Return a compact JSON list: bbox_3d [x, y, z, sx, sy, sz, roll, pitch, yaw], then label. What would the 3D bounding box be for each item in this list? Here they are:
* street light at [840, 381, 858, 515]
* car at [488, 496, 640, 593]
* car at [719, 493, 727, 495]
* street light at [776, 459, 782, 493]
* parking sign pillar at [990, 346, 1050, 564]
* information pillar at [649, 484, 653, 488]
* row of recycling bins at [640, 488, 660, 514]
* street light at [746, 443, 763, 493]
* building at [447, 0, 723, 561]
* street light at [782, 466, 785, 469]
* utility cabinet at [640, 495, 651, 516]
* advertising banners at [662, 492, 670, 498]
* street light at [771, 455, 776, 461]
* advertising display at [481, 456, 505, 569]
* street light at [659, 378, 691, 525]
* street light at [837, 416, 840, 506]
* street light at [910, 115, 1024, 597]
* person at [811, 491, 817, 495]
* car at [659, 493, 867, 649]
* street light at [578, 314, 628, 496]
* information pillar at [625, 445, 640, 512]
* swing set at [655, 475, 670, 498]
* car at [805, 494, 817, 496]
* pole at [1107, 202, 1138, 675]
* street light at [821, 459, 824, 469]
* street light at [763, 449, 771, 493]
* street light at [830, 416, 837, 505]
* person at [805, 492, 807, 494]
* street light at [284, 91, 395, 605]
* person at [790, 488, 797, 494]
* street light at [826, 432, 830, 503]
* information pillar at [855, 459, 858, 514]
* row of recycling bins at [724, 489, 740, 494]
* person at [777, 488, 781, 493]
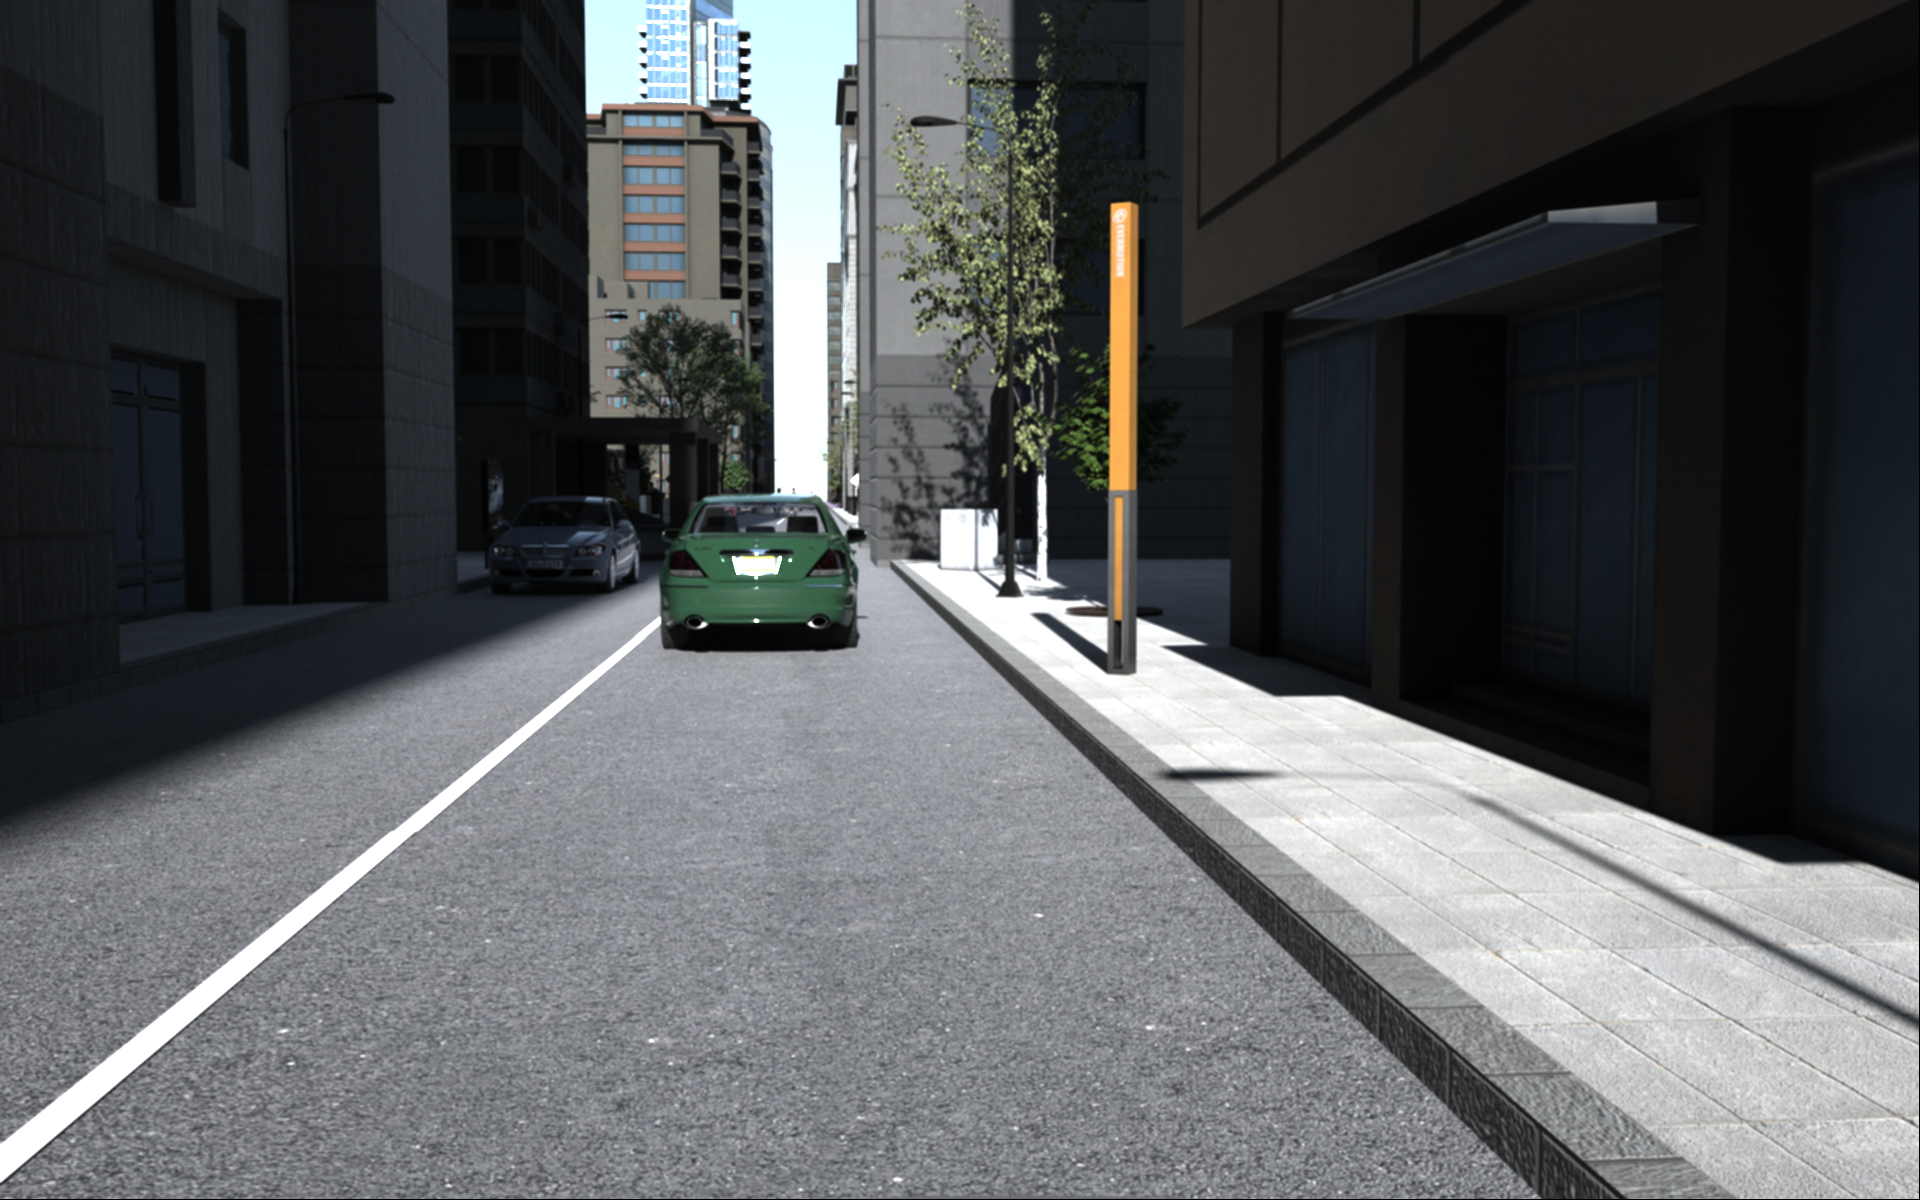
[{"bbox_3d":[-4.057,-6.026,71.071,1.470,5.913,1.316,0,4,-5],"label":"street light"},{"bbox_3d":[-5.978,-0.889,26.541,2.014,1.417,4.499,0,4,-3],"label":"car"},{"bbox_3d":[-9.204,-3.373,64.187,2.155,1.783,4.494,0,4,-7],"label":"car"},{"bbox_3d":[-25.549,-16.204,237.475,1.470,5.913,1.316,0,4,-5],"label":"street light"},{"bbox_3d":[0.952,-2.677,32.241,1.447,3.967,1.447,-1,4,-16],"label":"parking sign pillar"},{"bbox_3d":[-20.139,-6.612,112.591,0.304,2.012,0.304,3,5,42],"label":"information pillar"},{"bbox_3d":[-20.394,-6.243,109.191,1.069,1.692,3.534,3,4,37],"label":"row of recycling bins"},{"bbox_3d":[-18.548,-11.134,154.582,1.470,5.913,1.316,0,4,-5],"label":"street light"},{"bbox_3d":[-22.433,-21.424,42.165,32.217,40.220,23.993,0,4,-5],"label":"building"},{"bbox_3d":[-27.633,-17.712,262.135,1.470,5.913,1.316,0,4,-5],"label":"street light"},{"bbox_3d":[-16.738,-4.946,92.036,0.306,1.237,1.020,-2,4,-34],"label":"utility cabinet"},{"bbox_3d":[-23.091,-8.707,138.540,2.074,3.025,0.090,0,4,1],"label":"advertising banners"},{"bbox_3d":[-22.724,-14.173,204.269,1.470,5.913,1.316,0,4,-5],"label":"street light"},{"bbox_3d":[-8.101,-1.520,30.068,0.123,1.923,0.974,0,4,2],"label":"advertising display"},{"bbox_3d":[-11.449,-5.925,69.417,1.470,5.913,1.316,0,4,-5],"label":"street light"},{"bbox_3d":[-4.728,-6.509,78.962,1.470,5.913,1.316,0,4,-5],"label":"street light"},{"bbox_3d":[0.085,-2.992,21.463,1.470,5.913,1.316,0,4,-5],"label":"street light"},{"bbox_3d":[-13.216,-8.983,156.172,0.742,1.727,0.445,0,4,6],"label":"person"},{"bbox_3d":[-1.984,-0.349,17.509,2.131,1.459,4.920,0,4,-5],"label":"car"},{"bbox_3d":[-9.256,-4.417,44.766,1.470,5.913,1.316,0,4,-5],"label":"street light"},{"bbox_3d":[-11.045,-4.105,58.465,0.504,3.616,0.183,-1,4,-14],"label":"information pillar"},{"bbox_3d":[-20.355,-7.832,125.675,2.862,2.851,3.119,-1,4,-16],"label":"swing set"},{"bbox_3d":[-12.575,-8.111,144.615,2.014,1.417,4.499,0,4,-5],"label":"car"},{"bbox_3d":[1.155,-1.126,12.261,0.158,3.312,0.155,0,3,0],"label":"pole"},{"bbox_3d":[-15.406,-14.251,205.549,1.470,5.913,1.316,0,4,-5],"label":"street light"},{"bbox_3d":[-20.676,-12.665,179.607,1.470,5.913,1.316,0,4,-5],"label":"street light"},{"bbox_3d":[-6.878,-8.017,103.616,1.470,5.913,1.316,0,4,-5],"label":"street light"},{"bbox_3d":[-21.194,-14.065,239.197,0.721,1.736,1.217,1,4,12],"label":"person"},{"bbox_3d":[-7.221,-2.909,20.102,1.470,5.913,1.316,0,4,-5],"label":"street light"},{"bbox_3d":[-10.297,-6.061,107.557,0.622,1.834,0.822,1,4,9],"label":"person"},{"bbox_3d":[-9.062,-9.585,129.254,1.470,5.913,1.316,0,4,-5],"label":"street light"},{"bbox_3d":[-6.879,-7.523,114.362,0.183,3.616,0.504,0,4,-7],"label":"information pillar"},{"bbox_3d":[-17.829,-7.804,134.702,1.069,1.692,3.534,-1,4,-18],"label":"row of recycling bins"},{"bbox_3d":[-10.792,-5.835,104.180,0.850,1.792,0.678,0,4,-1],"label":"person"}]
